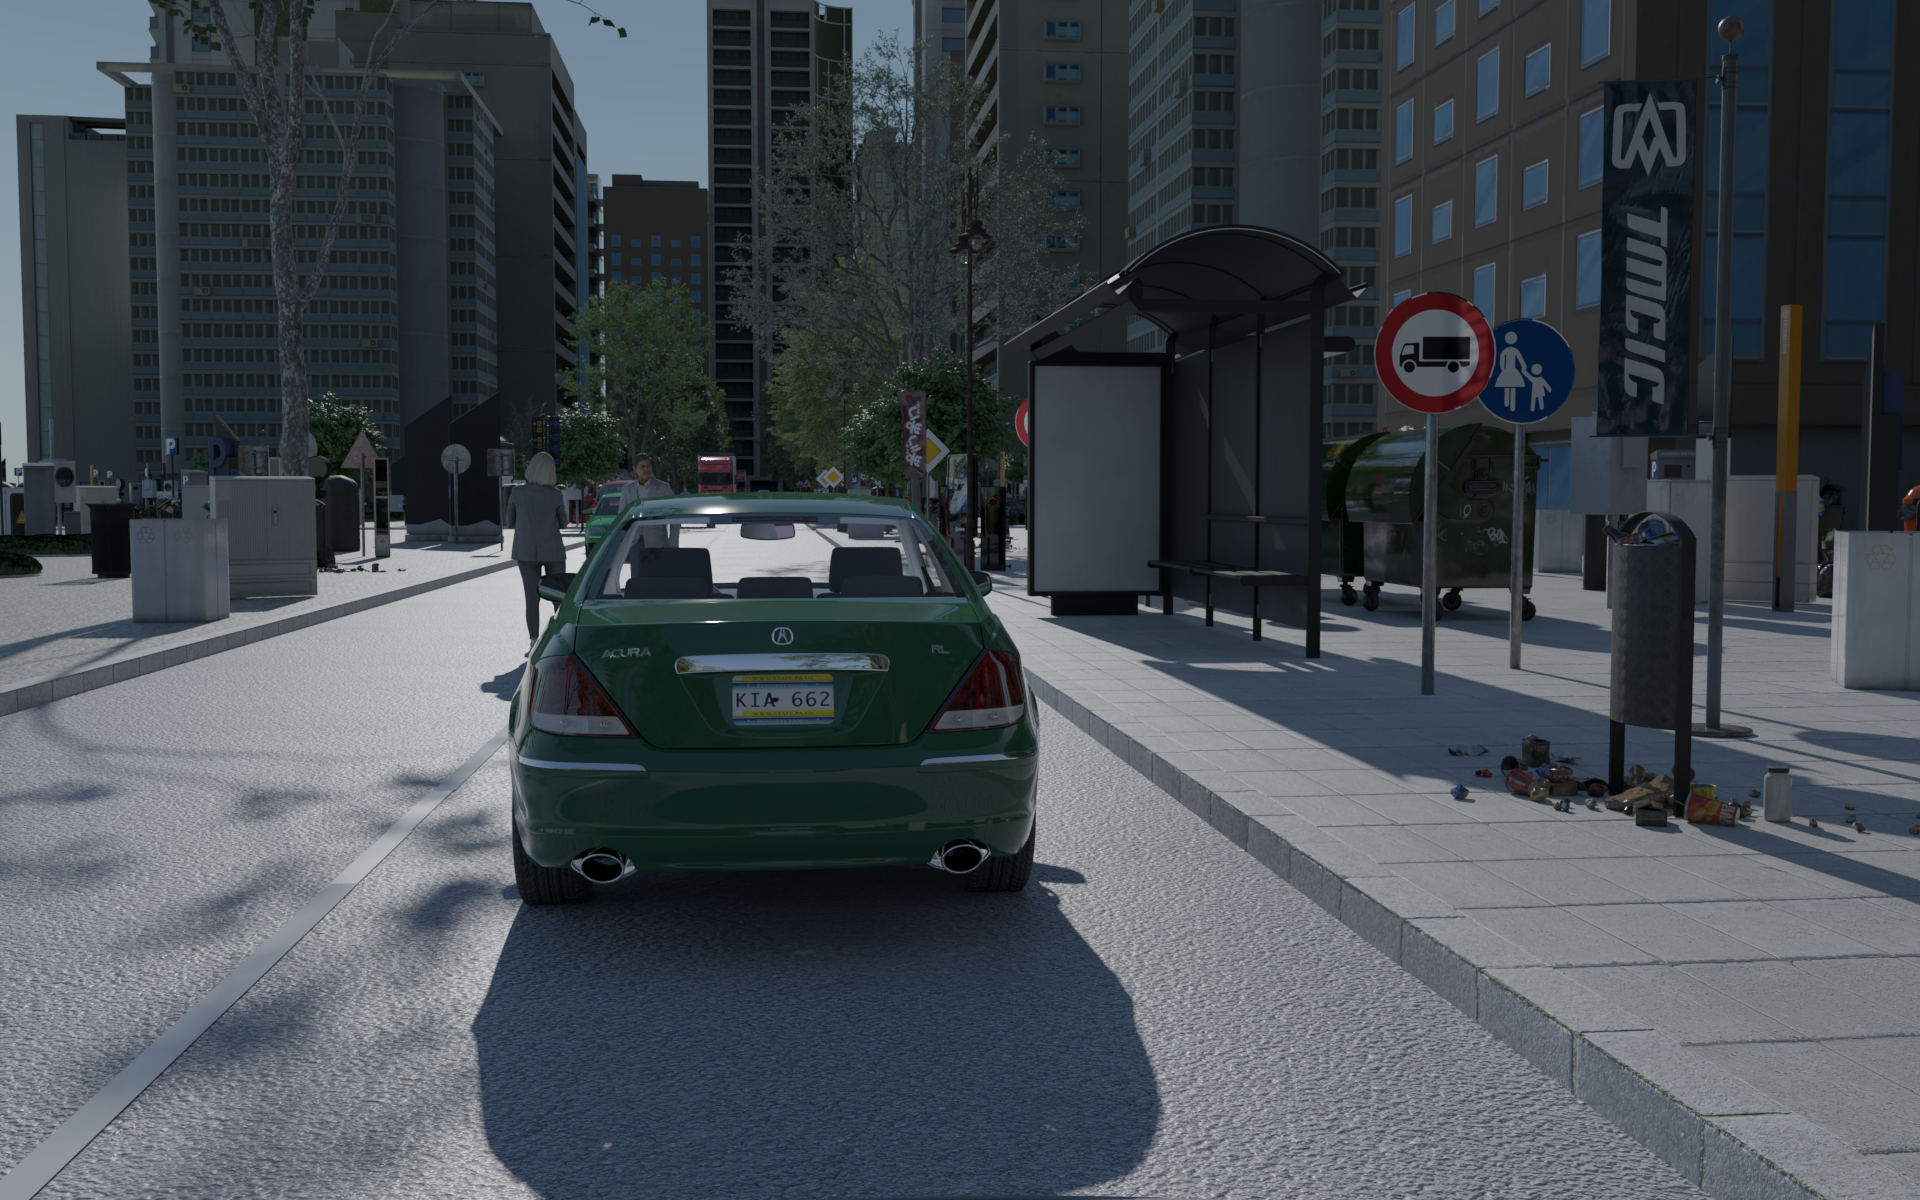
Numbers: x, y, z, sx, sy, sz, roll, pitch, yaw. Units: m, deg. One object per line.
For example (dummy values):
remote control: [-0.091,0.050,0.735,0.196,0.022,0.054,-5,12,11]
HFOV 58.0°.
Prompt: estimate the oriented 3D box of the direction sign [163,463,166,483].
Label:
direction sign: [-58.036,-8.221,126.408,0.379,3.537,0.876,-1,4,-14]

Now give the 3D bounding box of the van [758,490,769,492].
van: [-21.267,-11.033,187.398,2.013,2.044,4.112,0,4,-8]

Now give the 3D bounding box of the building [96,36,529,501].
building: [-54.171,-28.133,151.857,32.217,40.220,23.993,0,4,-6]

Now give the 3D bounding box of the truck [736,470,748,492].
truck: [-26.270,-13.078,202.743,2.839,4.237,11.283,0,4,-7]

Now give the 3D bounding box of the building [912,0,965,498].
building: [5.279,-39.902,194.390,21.231,58.520,28.212,0,4,-6]

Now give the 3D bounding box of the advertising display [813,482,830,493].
advertising display: [-7.372,-5.332,92.399,0.974,1.923,0.123,2,4,26]

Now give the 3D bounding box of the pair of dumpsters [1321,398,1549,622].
pair of dumpsters: [4.945,-1.033,19.378,1.574,2.255,4.437,0,4,-6]

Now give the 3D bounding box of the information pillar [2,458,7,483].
information pillar: [-62.310,-7.429,112.823,0.183,3.616,0.504,1,4,15]

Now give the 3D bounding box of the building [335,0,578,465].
building: [-50.706,-33.721,175.040,21.300,48.544,21.600,0,4,-6]

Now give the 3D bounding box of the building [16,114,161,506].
building: [-92.973,-30.998,190.415,14.086,41.232,14.154,0,4,-6]

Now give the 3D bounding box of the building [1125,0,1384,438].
building: [23.287,-25.049,101.438,23.993,40.220,32.217,0,4,-6]

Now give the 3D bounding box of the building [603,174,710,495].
building: [-42.592,-36.431,245.761,14.200,45.320,14.600,0,4,-6]

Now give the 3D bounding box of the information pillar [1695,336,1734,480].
information pillar: [11.246,-2.108,25.824,0.504,3.616,0.183,2,4,34]

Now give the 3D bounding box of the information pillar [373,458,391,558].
information pillar: [-11.701,-1.869,35.045,0.304,2.012,0.304,-1,4,-20]

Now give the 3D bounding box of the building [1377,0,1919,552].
building: [19.368,-23.917,41.150,14.600,45.320,14.200,0,4,-6]

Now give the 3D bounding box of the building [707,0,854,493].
building: [-25.759,-49.709,250.989,20.611,71.187,20.563,0,4,-6]

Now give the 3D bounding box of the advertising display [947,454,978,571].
advertising display: [0.039,-1.394,28.003,0.123,1.923,0.974,-2,4,-24]

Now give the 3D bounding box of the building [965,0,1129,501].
building: [12.194,-31.346,136.216,21.300,48.544,21.600,0,4,-6]

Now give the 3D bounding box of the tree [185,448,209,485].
tree: [-53.357,-8.522,123.051,4.285,4.588,4.351,0,3,0]

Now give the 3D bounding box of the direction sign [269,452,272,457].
direction sign: [-37.003,-6.180,93.042,0.379,3.537,0.876,-1,4,-16]

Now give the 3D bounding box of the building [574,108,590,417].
building: [-49.814,-33.363,195.603,14.200,45.320,14.600,0,4,-6]

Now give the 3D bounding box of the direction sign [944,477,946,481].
direction sign: [-1.030,-6.707,101.649,0.876,3.537,0.379,0,4,2]

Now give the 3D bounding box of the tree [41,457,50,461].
tree: [-42.613,-5.318,81.554,1.663,3.219,1.824,0,3,0]

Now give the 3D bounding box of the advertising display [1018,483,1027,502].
advertising display: [3.827,-5.803,100.087,0.974,1.923,0.123,-1,4,-21]

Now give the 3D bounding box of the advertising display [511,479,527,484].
advertising display: [-19.025,-4.252,74.740,0.123,1.923,0.974,1,4,22]

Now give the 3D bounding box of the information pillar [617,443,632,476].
information pillar: [-14.713,-5.146,75.496,0.504,3.616,0.183,-2,4,-34]

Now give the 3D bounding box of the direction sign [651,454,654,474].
direction sign: [-17.505,-6.523,98.647,0.379,3.537,0.876,0,4,-3]

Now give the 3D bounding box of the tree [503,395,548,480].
tree: [-32.420,-10.915,128.822,4.360,8.622,3.978,0,3,0]

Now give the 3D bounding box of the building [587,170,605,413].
building: [-65.650,-38.498,249.047,30.456,49.044,23.786,0,4,-6]

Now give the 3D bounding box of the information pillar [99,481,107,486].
information pillar: [-47.835,-5.640,96.701,0.304,2.012,0.304,-1,4,-11]

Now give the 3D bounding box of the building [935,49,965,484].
building: [5.106,-31.984,173.042,14.600,45.320,14.200,0,4,-6]

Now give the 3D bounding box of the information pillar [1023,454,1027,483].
information pillar: [3.904,-6.712,101.090,0.504,3.616,0.183,3,4,39]

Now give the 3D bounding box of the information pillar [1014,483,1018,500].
information pillar: [3.702,-6.583,112.120,0.304,2.012,0.304,-1,4,-12]

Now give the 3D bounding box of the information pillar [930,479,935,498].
information pillar: [-1.252,-5.117,75.012,0.183,3.616,0.504,2,4,31]

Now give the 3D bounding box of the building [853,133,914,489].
building: [-2.031,-40.873,257.512,27.495,52.752,28.713,0,4,-6]

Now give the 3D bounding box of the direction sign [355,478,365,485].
direction sign: [-38.378,-7.236,110.305,0.876,3.537,0.379,-1,4,-16]

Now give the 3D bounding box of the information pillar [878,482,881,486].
information pillar: [-4.923,-7.150,108.260,0.504,3.616,0.183,-1,4,-21]

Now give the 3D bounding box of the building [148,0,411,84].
building: [-71.285,-39.557,188.762,28.212,58.520,21.231,0,4,-6]

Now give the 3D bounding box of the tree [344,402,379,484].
tree: [-47.790,-11.428,137.215,4.737,8.622,4.395,0,3,0]

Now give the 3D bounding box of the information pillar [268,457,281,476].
information pillar: [-13.612,-1.848,34.708,0.304,2.012,0.304,1,4,21]

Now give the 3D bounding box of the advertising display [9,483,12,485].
advertising display: [-54.689,-5.772,99.593,0.123,1.923,0.974,-3,5,-44]

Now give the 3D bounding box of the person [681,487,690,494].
person: [-14.905,-5.237,94.136,0.660,1.820,0.620,-2,4,-24]

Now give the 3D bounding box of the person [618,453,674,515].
person: [-3.139,-0.562,17.536,0.661,1.843,0.795,1,4,8]

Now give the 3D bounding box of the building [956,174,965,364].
building: [6.415,-23.714,159.426,14.160,30.474,14.107,0,4,-6]

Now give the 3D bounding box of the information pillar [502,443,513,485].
information pillar: [-20.865,-5.418,79.936,0.504,3.616,0.183,-2,4,-35]

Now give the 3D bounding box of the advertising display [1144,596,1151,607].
advertising display: [1.715,-0.889,19.752,0.974,1.923,0.123,0,4,5]

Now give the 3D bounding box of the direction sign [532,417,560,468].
direction sign: [-12.164,-3.607,50.969,0.876,3.537,0.379,1,4,13]

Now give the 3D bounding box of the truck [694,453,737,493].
truck: [-16.785,-8.002,119.751,2.839,4.237,11.283,0,4,-7]
